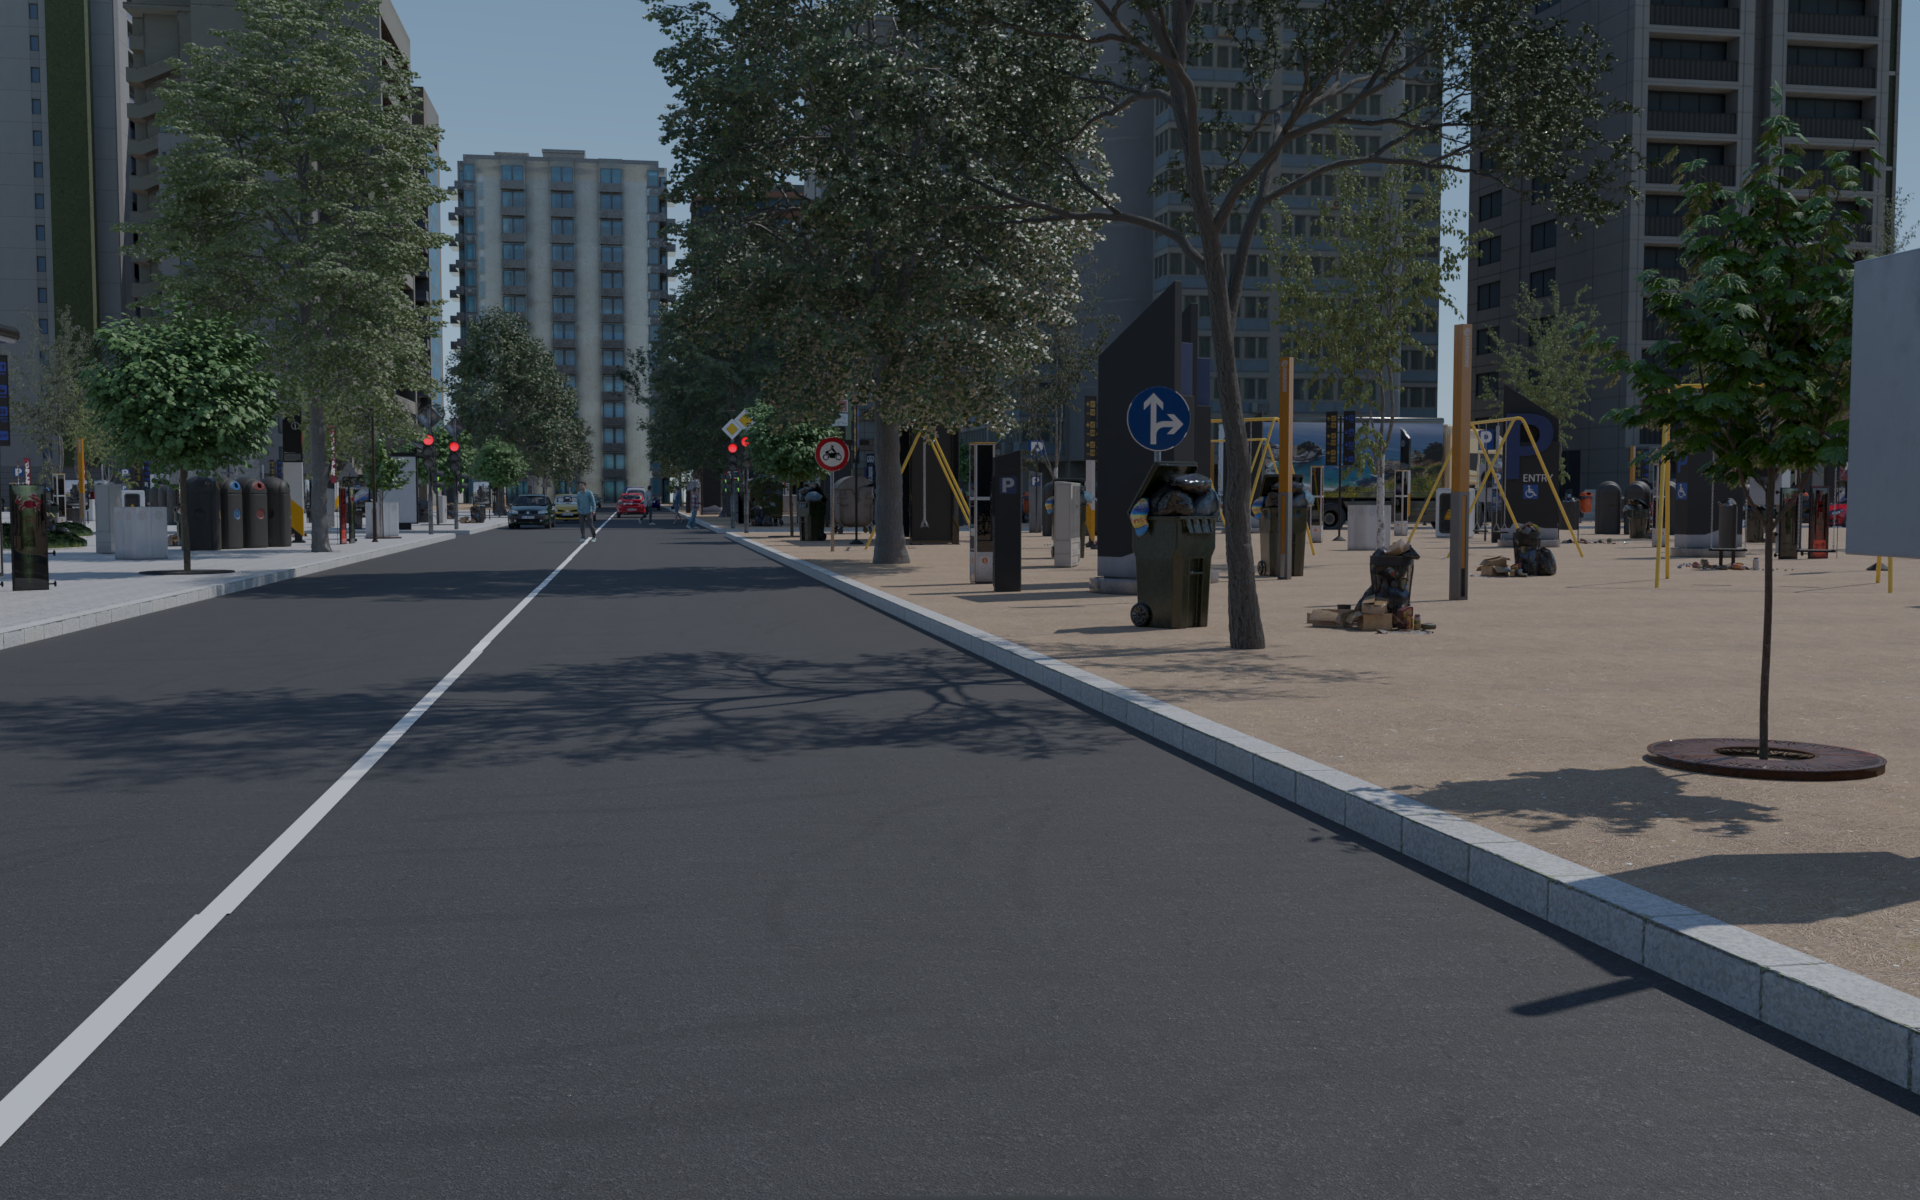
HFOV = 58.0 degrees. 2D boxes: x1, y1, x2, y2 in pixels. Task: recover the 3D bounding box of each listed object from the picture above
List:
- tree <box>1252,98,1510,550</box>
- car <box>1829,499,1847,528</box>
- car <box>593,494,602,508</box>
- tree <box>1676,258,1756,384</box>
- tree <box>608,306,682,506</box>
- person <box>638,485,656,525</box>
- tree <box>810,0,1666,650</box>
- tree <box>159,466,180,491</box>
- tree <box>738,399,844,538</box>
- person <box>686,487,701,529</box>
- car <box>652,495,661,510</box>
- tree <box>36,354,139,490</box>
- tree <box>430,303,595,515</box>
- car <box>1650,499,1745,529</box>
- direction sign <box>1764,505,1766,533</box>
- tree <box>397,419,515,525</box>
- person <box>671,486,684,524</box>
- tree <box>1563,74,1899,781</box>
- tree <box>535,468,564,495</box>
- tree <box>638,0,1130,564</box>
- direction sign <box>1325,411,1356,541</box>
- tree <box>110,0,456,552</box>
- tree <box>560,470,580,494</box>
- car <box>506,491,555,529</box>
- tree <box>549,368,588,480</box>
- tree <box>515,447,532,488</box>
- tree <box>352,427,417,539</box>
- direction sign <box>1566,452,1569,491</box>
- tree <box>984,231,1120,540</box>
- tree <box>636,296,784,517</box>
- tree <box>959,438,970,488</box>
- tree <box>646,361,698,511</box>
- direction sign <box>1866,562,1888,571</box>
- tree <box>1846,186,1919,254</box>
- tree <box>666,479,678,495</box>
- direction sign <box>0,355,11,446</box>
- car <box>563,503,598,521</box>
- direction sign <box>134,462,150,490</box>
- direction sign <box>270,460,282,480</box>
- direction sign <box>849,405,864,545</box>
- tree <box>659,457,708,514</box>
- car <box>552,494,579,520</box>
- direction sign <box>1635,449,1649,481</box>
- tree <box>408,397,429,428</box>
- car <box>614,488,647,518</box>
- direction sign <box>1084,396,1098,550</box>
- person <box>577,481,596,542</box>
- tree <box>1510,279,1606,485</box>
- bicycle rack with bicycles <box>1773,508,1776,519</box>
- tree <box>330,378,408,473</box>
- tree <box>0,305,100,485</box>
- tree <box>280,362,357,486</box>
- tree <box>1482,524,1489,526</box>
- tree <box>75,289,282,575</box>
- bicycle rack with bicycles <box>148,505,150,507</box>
[{"bbox_3d":[7.514,-4.978,31.755,4.737,8.622,4.395,0,3,0],"label":"tree"},{"bbox_3d":[35.839,-3.628,68.364,4.494,1.783,2.155,-1,4,-9],"label":"car"},{"bbox_3d":[-39.035,-10.517,183.755,2.131,1.459,4.920,-1,4,-10],"label":"car"},{"bbox_3d":[22.430,-6.088,49.909,4.737,8.622,4.395,0,3,0],"label":"tree"},{"bbox_3d":[-29.524,-19.629,176.817,12.611,20.169,13.585,0,3,0],"label":"tree"},{"bbox_3d":[-14.652,-4.445,81.027,0.795,1.843,0.661,-2,4,-30],"label":"person"},{"bbox_3d":[2.197,-4.891,14.382,8.767,10.594,7.601,-3,4,-38],"label":"tree"},{"bbox_3d":[-22.040,-3.382,49.901,1.663,3.219,1.824,0,3,0],"label":"tree"},{"bbox_3d":[-4.985,-4.162,51.767,4.285,4.588,4.351,0,3,0],"label":"tree"},{"bbox_3d":[-10.975,-3.793,71.360,0.643,1.720,0.563,-1,4,-10],"label":"person"},{"bbox_3d":[-27.377,-8.599,153.166,1.945,1.354,3.894,-1,4,-11],"label":"car"},{"bbox_3d":[-46.669,-8.671,92.135,4.737,8.622,4.395,0,3,0],"label":"tree"},{"bbox_3d":[-27.540,-11.439,104.043,9.611,12.733,9.660,0,3,0],"label":"tree"},{"bbox_3d":[28.697,-3.548,67.045,4.494,1.783,2.155,-1,4,-12],"label":"car"},{"bbox_3d":[26.455,-3.962,56.773,0.379,3.537,0.876,-1,4,-17],"label":"direction sign"},{"bbox_3d":[-21.527,-5.373,71.564,4.285,4.588,4.351,0,3,0],"label":"tree"},{"bbox_3d":[-13.397,-4.506,82.202,0.654,1.822,0.581,-2,4,-27],"label":"person"},{"bbox_3d":[3.688,-0.828,8.147,1.663,3.219,1.824,0,3,0],"label":"tree"},{"bbox_3d":[-34.439,-11.824,143.678,4.737,8.622,4.395,0,3,0],"label":"tree"},{"bbox_3d":[-1.268,-7.637,31.524,9.857,13.997,8.962,0,3,0],"label":"tree"},{"bbox_3d":[10.393,-3.386,47.364,0.876,3.537,0.379,3,5,40],"label":"direction sign"},{"bbox_3d":[-14.385,-7.309,37.624,7.486,12.596,7.792,0,3,0],"label":"tree"},{"bbox_3d":[-45.755,-15.422,202.504,4.360,8.622,3.978,0,3,0],"label":"tree"},{"bbox_3d":[-17.968,-3.847,72.683,2.009,1.686,4.222,-1,4,-9],"label":"car"},{"bbox_3d":[-36.542,-14.313,152.146,7.486,12.596,7.792,0,3,0],"label":"tree"},{"bbox_3d":[-24.865,-6.722,93.626,4.285,4.588,4.351,0,3,0],"label":"tree"},{"bbox_3d":[-16.599,-3.374,49.764,1.663,3.219,1.824,0,3,0],"label":"tree"},{"bbox_3d":[32.570,-6.172,92.911,0.379,3.537,0.876,1,4,14],"label":"direction sign"},{"bbox_3d":[2.454,-5.996,48.403,4.360,8.622,3.978,0,3,0],"label":"tree"},{"bbox_3d":[-13.155,-10.977,96.484,9.611,12.733,9.660,0,3,0],"label":"tree"},{"bbox_3d":[-0.895,-6.874,96.099,4.285,4.588,4.351,0,3,0],"label":"tree"},{"bbox_3d":[-19.355,-12.874,128.619,7.486,12.596,7.792,0,3,0],"label":"tree"},{"bbox_3d":[15.431,-2.262,28.982,0.379,3.537,0.876,3,4,36],"label":"direction sign"},{"bbox_3d":[22.694,-5.560,41.275,4.360,8.622,3.978,0,3,0],"label":"tree"},{"bbox_3d":[-33.541,-12.730,202.734,1.663,3.219,1.824,0,3,0],"label":"tree"},{"bbox_3d":[-15.802,-2.200,27.975,0.379,3.537,0.876,3,5,42],"label":"direction sign"},{"bbox_3d":[-20.372,-4.904,92.758,1.945,1.354,3.894,-1,4,-12],"label":"car"},{"bbox_3d":[-52.797,-7.331,111.860,0.876,3.537,0.379,-2,4,-32],"label":"direction sign"},{"bbox_3d":[-45.107,-7.475,114.216,0.876,3.537,0.379,1,4,15],"label":"direction sign"},{"bbox_3d":[-2.643,-3.187,44.100,0.379,3.537,0.876,0,4,6],"label":"direction sign"},{"bbox_3d":[-16.800,-9.879,111.880,4.737,8.622,4.395,0,3,0],"label":"tree"},{"bbox_3d":[-19.488,-4.635,86.006,2.015,1.641,3.980,-1,4,-12],"label":"car"},{"bbox_3d":[33.999,-5.773,86.380,0.876,3.537,0.379,-2,4,-24],"label":"direction sign"},{"bbox_3d":[-41.507,-11.003,130.264,4.360,8.622,3.978,0,3,0],"label":"tree"},{"bbox_3d":[-19.962,-5.887,105.284,2.155,1.783,4.494,-1,4,-11],"label":"car"},{"bbox_3d":[3.214,-2.943,40.121,0.876,3.537,0.379,-3,4,-38],"label":"direction sign"},{"bbox_3d":[-11.166,-2.651,51.869,0.660,1.820,0.620,1,4,15],"label":"person"},{"bbox_3d":[19.911,-6.624,58.666,4.737,8.622,4.395,0,3,0],"label":"tree"},{"bbox_3d":[40.774,-4.329,84.166,2.925,0.926,2.852,-2,4,-23],"label":"bicycle rack with bicycles"},{"bbox_3d":[-37.337,-9.577,106.939,4.360,8.622,3.978,0,3,0],"label":"tree"},{"bbox_3d":[-34.937,-7.104,66.513,4.360,8.622,3.978,0,3,0],"label":"tree"},{"bbox_3d":[-36.335,-9.003,97.556,4.737,8.622,4.395,0,3,0],"label":"tree"},{"bbox_3d":[21.176,-4.657,70.737,1.663,3.219,1.824,0,3,0],"label":"tree"},{"bbox_3d":[-12.563,-2.713,28.072,4.285,4.588,4.351,0,3,0],"label":"tree"},{"bbox_3d":[-57.408,-6.773,124.128,2.852,0.926,2.925,-3,5,-43],"label":"bicycle rack with bicycles"}]
